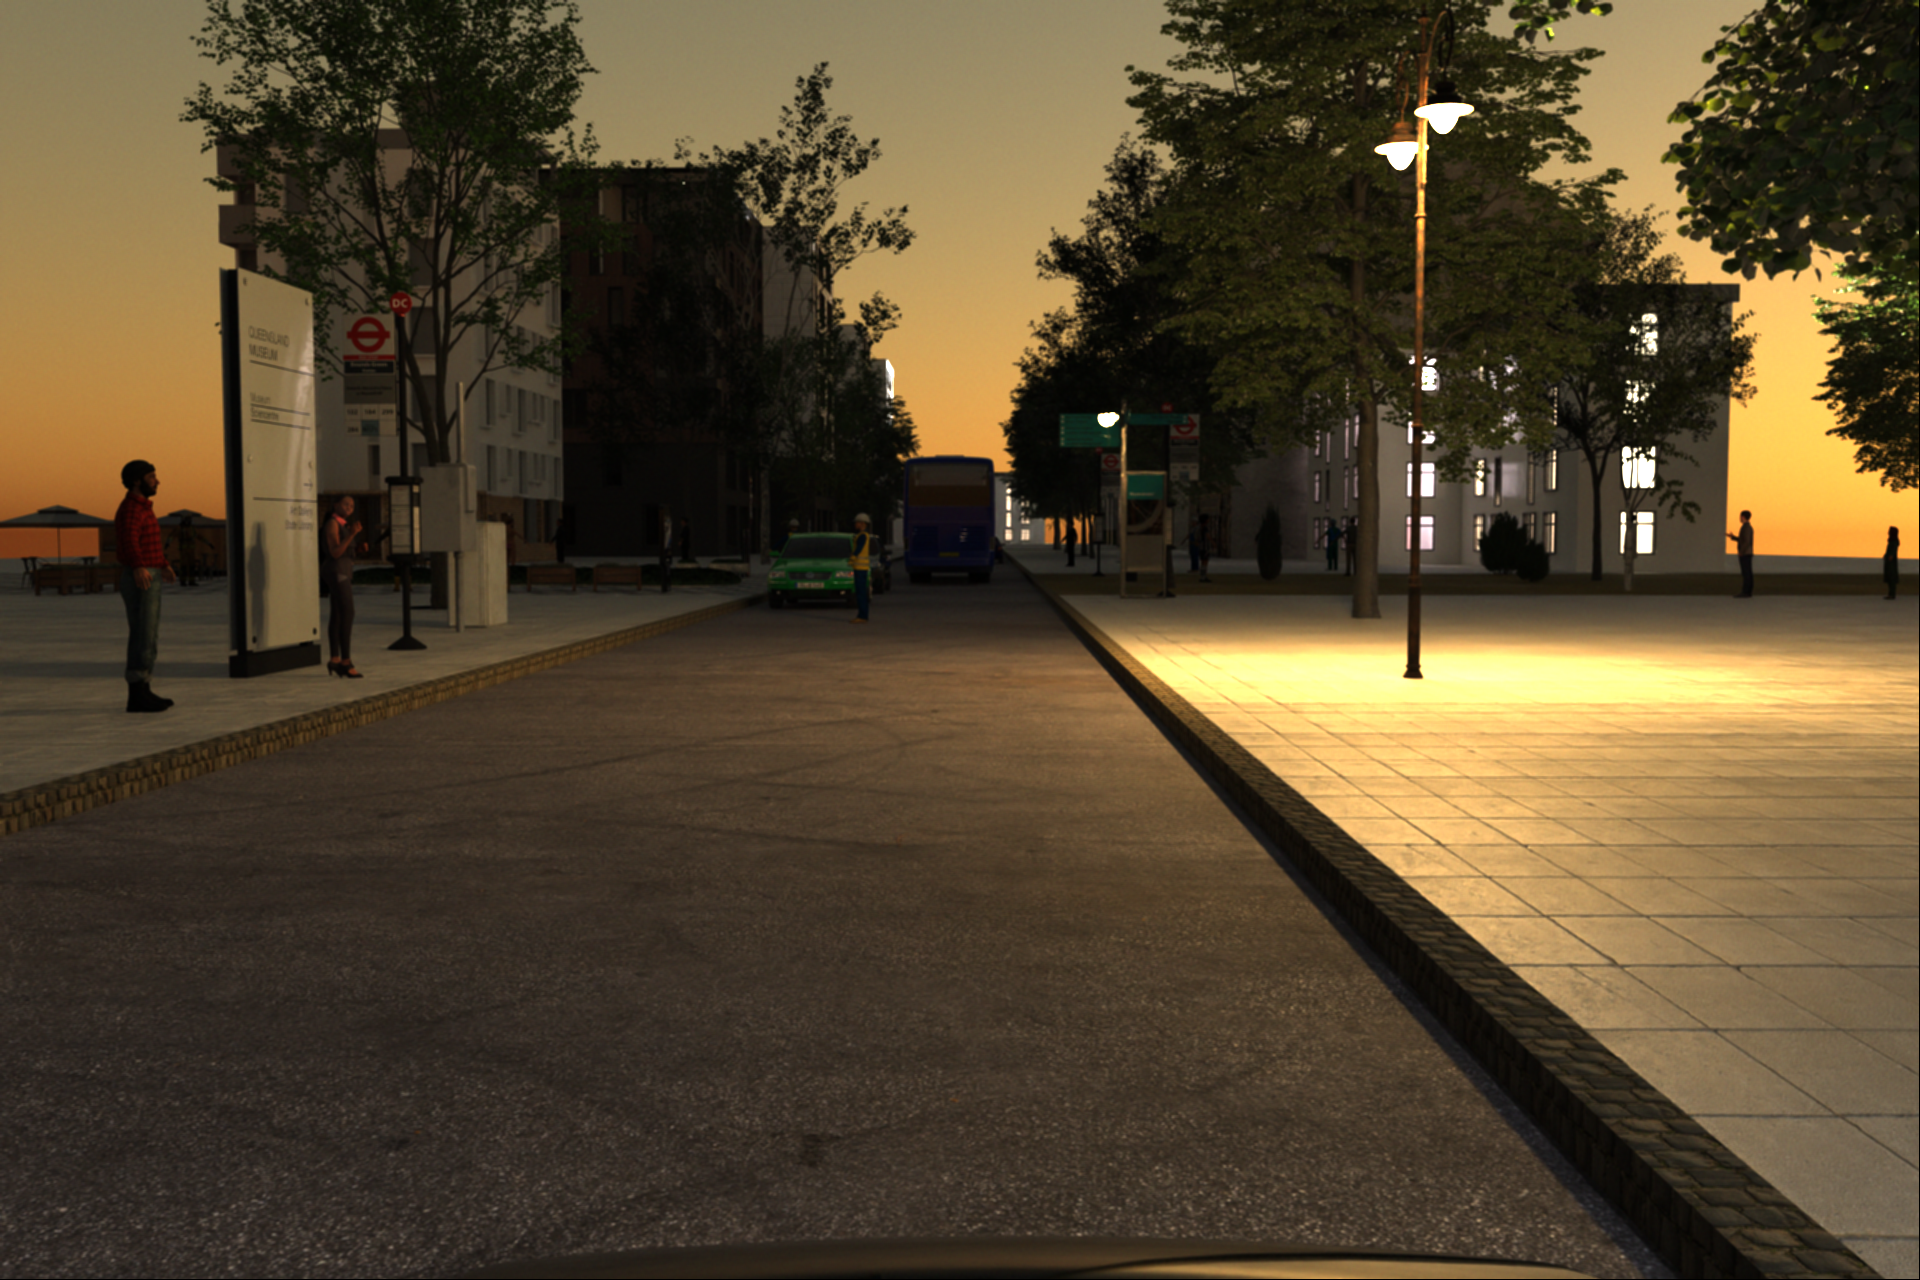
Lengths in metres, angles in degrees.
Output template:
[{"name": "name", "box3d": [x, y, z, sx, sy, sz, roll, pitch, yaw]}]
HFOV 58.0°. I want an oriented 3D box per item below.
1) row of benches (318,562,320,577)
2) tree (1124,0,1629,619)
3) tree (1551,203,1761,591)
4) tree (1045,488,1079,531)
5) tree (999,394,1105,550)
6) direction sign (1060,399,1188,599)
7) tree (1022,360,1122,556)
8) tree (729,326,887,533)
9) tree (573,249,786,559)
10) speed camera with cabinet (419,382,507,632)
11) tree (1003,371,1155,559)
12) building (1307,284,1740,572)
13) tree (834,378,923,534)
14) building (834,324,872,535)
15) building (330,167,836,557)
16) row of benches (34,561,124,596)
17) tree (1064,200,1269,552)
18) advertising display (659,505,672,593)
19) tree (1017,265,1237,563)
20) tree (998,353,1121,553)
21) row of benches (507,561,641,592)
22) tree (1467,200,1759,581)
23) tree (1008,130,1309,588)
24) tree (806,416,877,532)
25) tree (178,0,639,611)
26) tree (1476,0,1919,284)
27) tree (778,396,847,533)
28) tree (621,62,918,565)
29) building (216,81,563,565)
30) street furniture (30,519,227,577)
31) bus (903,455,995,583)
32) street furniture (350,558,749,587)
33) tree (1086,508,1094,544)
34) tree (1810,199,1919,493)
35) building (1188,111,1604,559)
[{"name": "row of benches", "box3d": [-16.909, -1.784, 44.634, 1.422, 0.672, 4.104, 0, 4, 5]}, {"name": "tree", "box3d": [5.874, -6.624, 26.423, 7.486, 12.596, 7.792, 0, 3, 0]}, {"name": "tree", "box3d": [15.210, -5.407, 38.772, 4.737, 8.622, 4.395, 0, 3, 0]}, {"name": "tree", "box3d": [8.040, -10.878, 128.214, 4.360, 8.622, 3.978, 0, 3, 0]}, {"name": "tree", "box3d": [7.775, -14.210, 138.980, 9.857, 13.997, 8.962, 0, 3, 0]}, {"name": "direction sign", "box3d": [3.230, -2.751, 33.741, 2.525, 3.948, 1.411, 0, 4, 1]}, {"name": "tree", "box3d": [7.111, -10.727, 101.135, 9.928, 11.665, 9.643, 0, 3, 0]}, {"name": "tree", "box3d": [-7.623, -9.767, 85.445, 9.928, 11.665, 9.643, 0, 3, 0]}, {"name": "tree", "box3d": [-9.238, -7.527, 57.474, 7.601, 10.594, 8.767, 0, 4, -1]}, {"name": "speed camera with cabinet", "box3d": [-6.694, -1.776, 23.375, 0.660, 3.252, 2.038, 0, 4, 1]}, {"name": "tree", "box3d": [6.721, -9.524, 90.124, 8.767, 10.594, 7.601, -2, 4, -32]}, {"name": "building", "box3d": [21.641, -7.960, 72.294, 9.099, 9.664, 28.070, 0, 4, 0]}, {"name": "tree", "box3d": [-7.564, -14.221, 139.161, 9.857, 13.997, 8.962, 0, 3, 0]}, {"name": "building", "box3d": [-23.390, -19.743, 166.765, 27.936, 21.610, 32.646, 0, 4, 1]}, {"name": "building", "box3d": [-23.646, -16.480, 113.416, 27.936, 21.610, 32.646, 0, 4, 2]}, {"name": "row of benches", "box3d": [-19.025, -1.375, 37.939, 1.422, 0.672, 4.104, 0, 4, -2]}, {"name": "tree", "box3d": [7.284, -8.661, 59.733, 7.486, 12.596, 7.792, 0, 3, 0]}, {"name": "advertising display", "box3d": [-6.491, -2.018, 38.204, 0.123, 1.923, 0.974, 0, 4, 0]}, {"name": "tree", "box3d": [7.761, -10.217, 77.413, 12.009, 13.543, 11.850, 0, 3, 0]}, {"name": "tree", "box3d": [7.406, -12.853, 116.796, 9.857, 13.997, 8.962, 0, 3, 0]}, {"name": "row of benches", "box3d": [-9.240, -1.428, 38.815, 4.104, 0.672, 1.422, -1, 4, -12]}, {"name": "tree", "box3d": [17.787, -6.924, 47.619, 8.767, 10.594, 7.601, 3, 5, 41]}, {"name": "tree", "box3d": [4.629, -6.505, 40.776, 7.601, 10.594, 8.767, 0, 4, 2]}, {"name": "tree", "box3d": [-7.176, -9.399, 104.033, 4.737, 8.622, 4.395, 0, 3, 0]}, {"name": "tree", "box3d": [-8.975, -6.340, 29.413, 9.928, 11.665, 9.643, 0, 3, 0]}, {"name": "tree", "box3d": [5.674, -6.159, 7.360, 9.857, 13.997, 8.962, 0, 3, 0]}, {"name": "tree", "box3d": [-8.111, -8.733, 93.139, 4.737, 8.622, 4.395, 0, 3, 0]}, {"name": "tree", "box3d": [-7.804, -13.156, 70.982, 12.611, 20.169, 13.585, 0, 3, 0]}, {"name": "building", "box3d": [-25.066, -13.298, 73.850, 16.016, 20.090, 11.380, 0, 4, 1]}, {"name": "street furniture", "box3d": [-23.364, -2.986, 55.670, 9.812, 1.723, 11.010, 0, 4, -1]}, {"name": "bus", "box3d": [-0.299, -3.794, 53.578, 2.896, 3.916, 12.251, 0, 3, 0]}, {"name": "street furniture", "box3d": [-10.288, -1.775, 44.643, 10.072, 0.657, 5.734, 1, 4, 10]}, {"name": "tree", "box3d": [17.500, -18.582, 229.572, 9.928, 11.665, 9.643, 0, 3, 0]}, {"name": "tree", "box3d": [29.032, -8.164, 51.609, 7.486, 12.596, 7.792, 0, 3, 0]}, {"name": "building", "box3d": [23.333, -16.323, 97.814, 19.493, 23.208, 18.063, 0, 4, 1]}]
